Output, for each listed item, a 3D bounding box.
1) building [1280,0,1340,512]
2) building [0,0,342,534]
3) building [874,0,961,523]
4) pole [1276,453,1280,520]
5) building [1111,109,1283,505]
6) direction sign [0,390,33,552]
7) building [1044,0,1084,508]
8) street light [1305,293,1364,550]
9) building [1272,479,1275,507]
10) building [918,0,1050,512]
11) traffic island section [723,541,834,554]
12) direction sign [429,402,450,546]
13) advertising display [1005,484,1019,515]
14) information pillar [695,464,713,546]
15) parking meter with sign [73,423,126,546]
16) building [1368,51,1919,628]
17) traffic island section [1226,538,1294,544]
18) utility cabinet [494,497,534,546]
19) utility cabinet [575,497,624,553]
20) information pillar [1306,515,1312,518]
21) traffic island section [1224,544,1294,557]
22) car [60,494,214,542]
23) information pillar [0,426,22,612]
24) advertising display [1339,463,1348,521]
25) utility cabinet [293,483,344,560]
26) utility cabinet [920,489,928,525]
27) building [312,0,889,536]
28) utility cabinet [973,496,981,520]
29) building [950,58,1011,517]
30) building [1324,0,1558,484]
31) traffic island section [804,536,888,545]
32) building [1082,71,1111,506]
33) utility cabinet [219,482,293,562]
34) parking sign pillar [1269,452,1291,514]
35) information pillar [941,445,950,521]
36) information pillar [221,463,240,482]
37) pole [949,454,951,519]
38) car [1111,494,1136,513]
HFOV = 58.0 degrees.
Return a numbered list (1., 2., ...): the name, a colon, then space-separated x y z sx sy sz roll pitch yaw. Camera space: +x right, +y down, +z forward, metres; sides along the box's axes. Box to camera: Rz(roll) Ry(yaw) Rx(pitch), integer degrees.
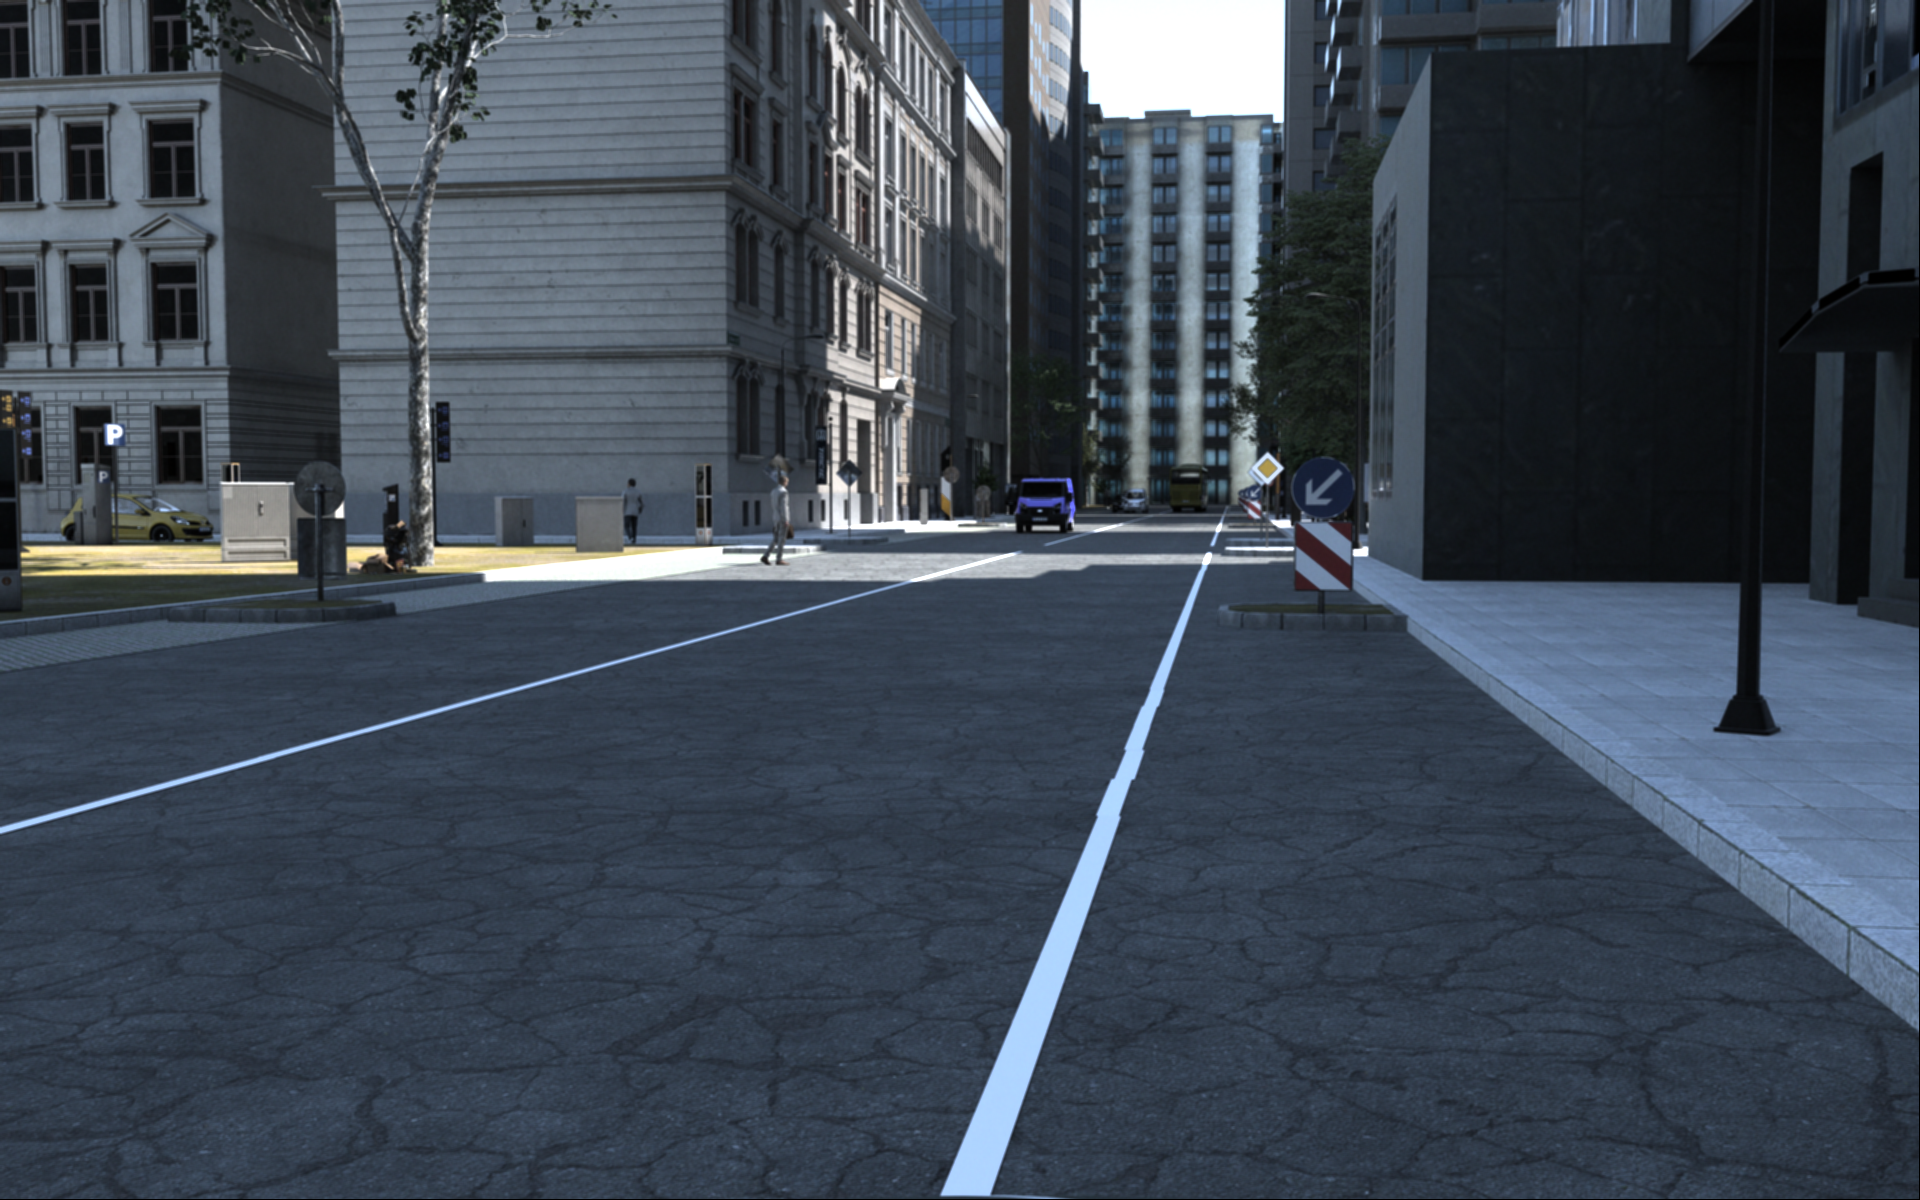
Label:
1. building: 35.928 -36.296 135.440 21.231 58.520 28.212 1 4 9
2. building: -32.156 -13.757 61.079 21.152 22.565 11.583 1 4 9
3. building: -8.090 -18.314 85.331 13.634 28.700 20.117 1 4 9
4. pole: 15.759 -5.627 85.838 0.158 3.312 0.155 0 3 0
5. building: 26.016 -36.629 218.494 30.456 49.044 23.786 1 4 9
6. direction sign: -20.717 -2.818 38.077 0.379 3.537 0.876 1 4 13
7. building: -0.711 -37.422 153.853 21.231 58.520 28.212 1 4 9
8. street light: 8.675 -4.135 40.146 1.470 5.913 1.316 1 4 9
9. building: 49.389 -29.950 181.564 32.217 40.220 23.993 1 4 9
10. building: -0.776 -29.520 132.765 14.600 45.320 14.200 1 4 9
11. traffic island section: -4.490 -1.249 42.695 2.009 0.180 2.903 1 4 9
12. direction sign: -12.968 -3.101 42.693 0.876 3.537 0.379 1 4 11
13. advertising display: 3.158 -6.167 106.050 0.974 1.923 0.123 3 4 38
14. information pillar: -6.286 -2.325 42.501 0.304 2.012 0.304 2 4 27
15. parking meter with sign: -21.651 -2.886 43.452 1.738 3.016 0.543 2 4 34
16. building: 17.104 -43.040 16.372 22.319 86.520 31.000 1 4 9
17. traffic island section: 8.496 -1.618 48.741 2.009 0.180 2.903 1 4 9
18. utility cabinet: -11.053 -1.946 42.987 0.306 1.237 1.020 2 4 33
19. utility cabinet: -7.940 -1.650 38.143 1.020 1.237 0.306 -1 4 -12
20. information pillar: 18.517 -5.335 91.714 0.304 2.012 0.304 1 4 15
21. traffic island section: 7.257 -1.136 40.852 2.009 0.180 2.903 1 4 9
22. car: -22.968 -2.337 48.440 3.980 1.641 2.015 0 4 8
23. information pillar: -10.467 -0.881 18.897 0.304 2.012 0.304 -3 5 -44
24. advertising display: 8.067 -1.911 36.466 0.123 1.923 0.974 1 4 15
25. utility cabinet: -12.441 -1.505 33.279 1.173 1.500 0.318 1 4 15
26. utility cabinet: -1.519 -3.880 72.113 0.318 1.500 1.173 0 4 -4
27. building: -11.378 -16.893 63.583 14.401 28.519 23.554 1 4 9
28. utility cabinet: 0.858 -4.630 86.863 0.306 1.237 1.020 0 4 -5
29. building: -4.156 -17.558 105.093 12.078 24.808 19.932 1 4 9
30. building: 32.881 -29.404 100.369 23.786 49.044 30.456 1 4 9
31. traffic island section: -3.252 -1.731 50.584 2.009 0.180 2.903 1 4 9
32. building: 0.012 -34.805 188.665 30.456 49.044 23.786 1 4 9
33. utility cabinet: -13.271 -1.464 32.613 1.173 1.500 0.318 -2 4 -31
34. parking sign pillar: 20.456 -7.465 110.522 1.447 3.967 1.447 0 4 -1
35. information pillar: -0.679 -5.625 83.317 0.504 3.616 0.183 -2 4 -29
36. information pillar: -17.399 -2.254 41.339 0.304 2.012 0.304 1 4 10
37. pole: -0.536 -5.793 88.558 0.158 3.312 0.155 0 3 0
38. car: 12.798 -7.658 134.994 2.009 1.686 4.222 1 4 8
